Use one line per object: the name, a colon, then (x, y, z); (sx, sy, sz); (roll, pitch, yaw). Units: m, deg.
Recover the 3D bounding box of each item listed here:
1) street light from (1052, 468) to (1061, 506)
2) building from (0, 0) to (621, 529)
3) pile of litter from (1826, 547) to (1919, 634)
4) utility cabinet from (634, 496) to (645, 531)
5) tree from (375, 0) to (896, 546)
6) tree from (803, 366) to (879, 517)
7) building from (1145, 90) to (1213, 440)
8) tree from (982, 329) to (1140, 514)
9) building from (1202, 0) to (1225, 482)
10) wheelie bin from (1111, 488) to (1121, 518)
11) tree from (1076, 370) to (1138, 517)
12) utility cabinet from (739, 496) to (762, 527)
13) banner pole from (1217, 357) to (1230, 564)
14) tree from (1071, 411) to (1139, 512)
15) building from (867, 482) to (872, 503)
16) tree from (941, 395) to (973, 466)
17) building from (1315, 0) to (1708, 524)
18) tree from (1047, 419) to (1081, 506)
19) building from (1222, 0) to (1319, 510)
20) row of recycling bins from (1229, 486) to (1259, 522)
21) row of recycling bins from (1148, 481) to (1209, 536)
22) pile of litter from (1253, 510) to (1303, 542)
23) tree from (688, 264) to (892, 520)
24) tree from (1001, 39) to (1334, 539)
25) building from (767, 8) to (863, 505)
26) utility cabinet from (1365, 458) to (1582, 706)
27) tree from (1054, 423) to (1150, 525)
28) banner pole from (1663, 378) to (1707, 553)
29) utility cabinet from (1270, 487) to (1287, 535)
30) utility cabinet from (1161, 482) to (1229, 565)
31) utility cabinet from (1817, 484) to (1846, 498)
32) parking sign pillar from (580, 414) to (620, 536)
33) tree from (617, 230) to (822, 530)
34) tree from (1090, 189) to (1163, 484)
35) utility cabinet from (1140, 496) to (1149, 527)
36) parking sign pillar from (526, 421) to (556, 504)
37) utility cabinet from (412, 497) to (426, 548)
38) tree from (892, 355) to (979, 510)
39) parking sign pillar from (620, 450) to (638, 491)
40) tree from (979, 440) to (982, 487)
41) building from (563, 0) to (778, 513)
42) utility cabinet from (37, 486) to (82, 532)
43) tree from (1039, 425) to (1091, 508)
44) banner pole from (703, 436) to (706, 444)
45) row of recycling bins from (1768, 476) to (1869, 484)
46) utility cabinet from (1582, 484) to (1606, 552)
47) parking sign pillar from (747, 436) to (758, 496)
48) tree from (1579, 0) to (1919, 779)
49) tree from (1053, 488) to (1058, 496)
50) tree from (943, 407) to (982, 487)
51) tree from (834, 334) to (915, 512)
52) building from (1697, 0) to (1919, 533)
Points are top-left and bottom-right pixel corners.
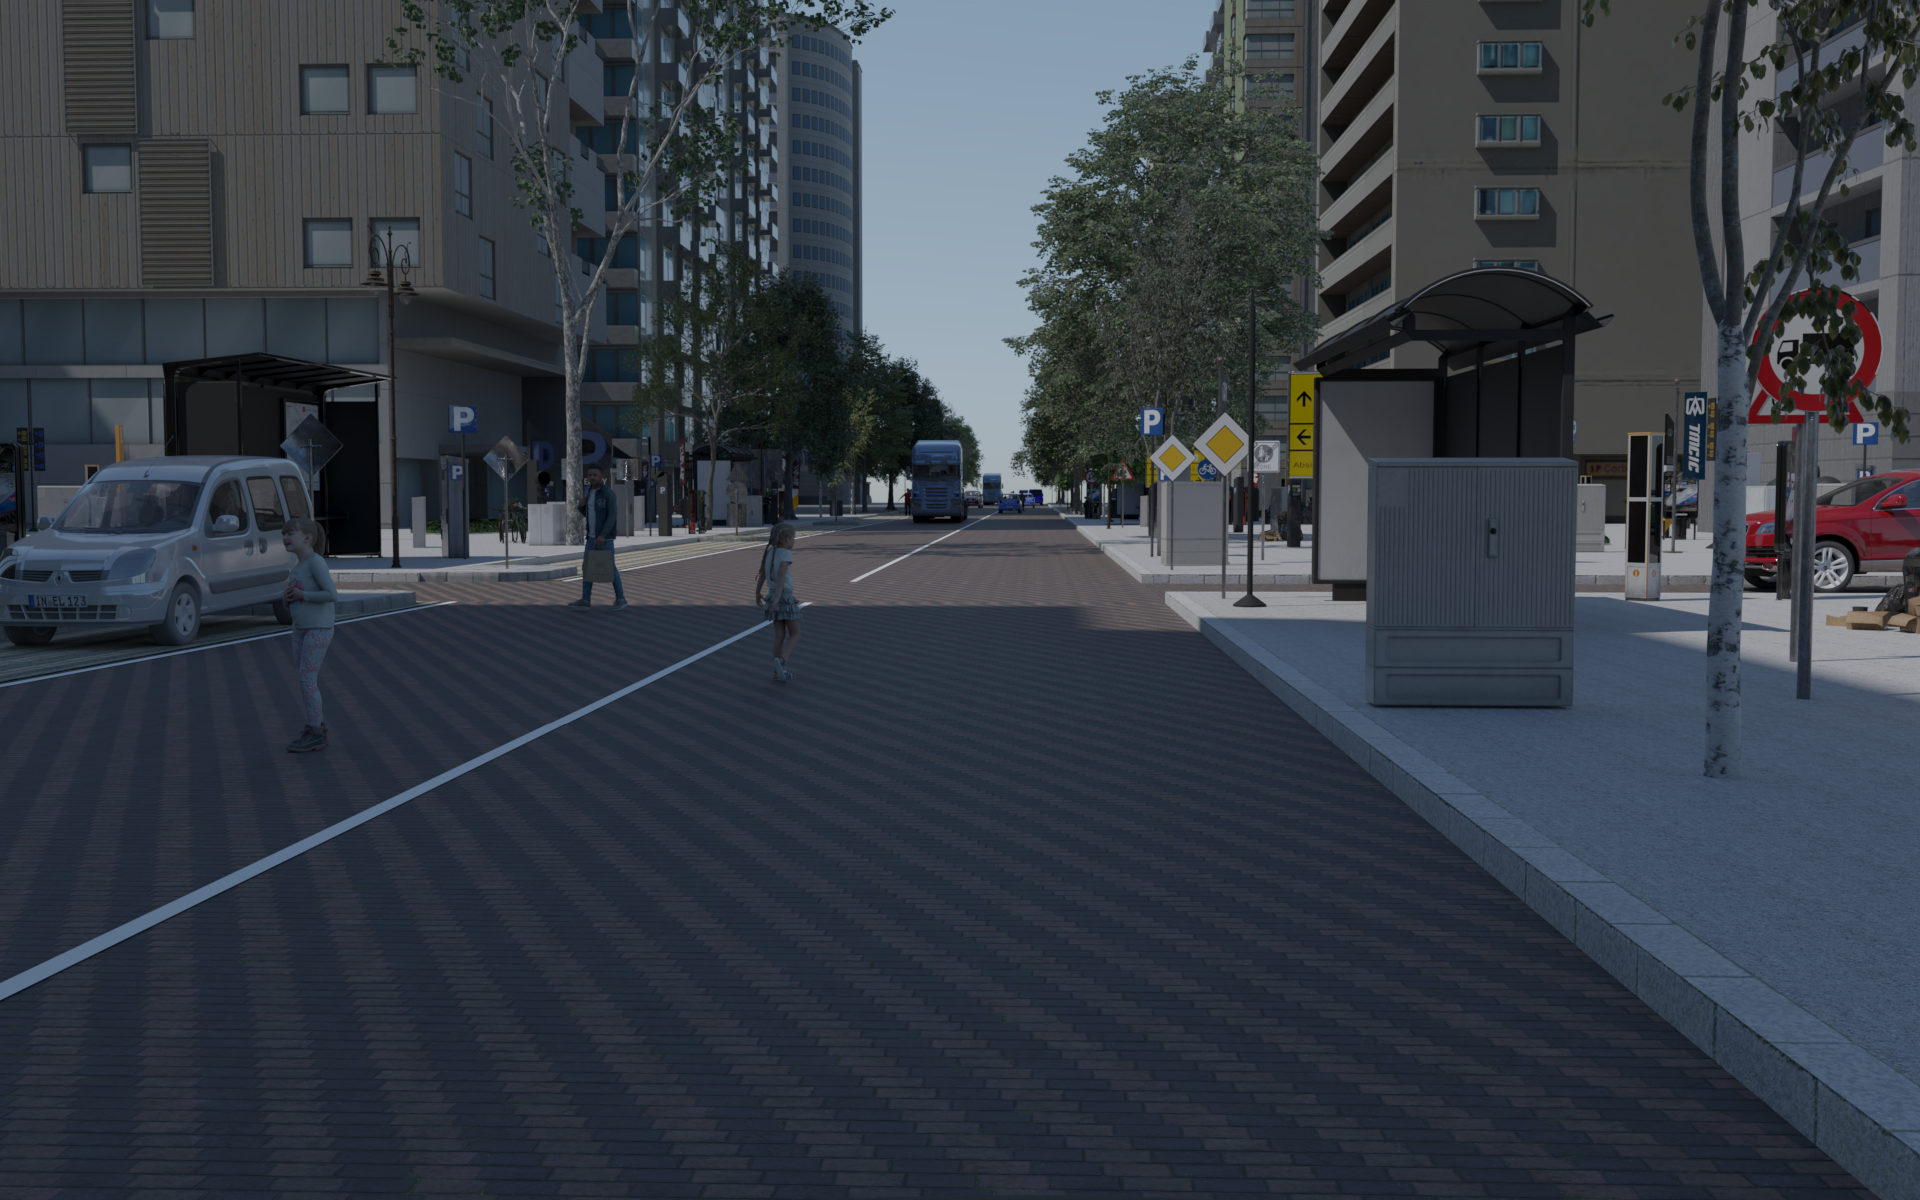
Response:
street light: (12.383, -15.285, 222.697); (0.468, 5.910, 1.993); (0, 4, 2)
building: (-31.265, -29.661, 74.199); (28.713, 52.752, 27.495); (0, 4, 2)
pile of litter: (8.945, -0.145, 16.329); (1.176, 0.858, 1.719); (0, 4, 2)
utility cabinet: (-11.157, -3.001, 60.234); (0.306, 1.237, 1.020); (0, 4, -6)
tree: (-8.418, -11.357, 41.568); (12.611, 20.169, 13.585); (0, 3, 0)
tree: (-7.549, -8.934, 96.440); (4.737, 8.622, 4.395); (0, 3, 0)
building: (38.198, -38.797, 223.566); (28.713, 52.752, 27.495); (0, 4, 2)
tree: (7.633, -11.872, 111.117); (9.611, 12.733, 9.660); (0, 3, 0)
building: (33.062, -32.561, 151.977); (23.786, 49.044, 30.456); (0, 4, 2)
wheelie bin: (8.296, -5.102, 91.325); (0.980, 1.594, 0.693); (2, 4, 30)
tree: (8.422, -9.051, 98.350); (4.737, 8.622, 4.395); (0, 3, 0)
utility cabinet: (-8.273, -3.465, 67.816); (1.020, 1.237, 0.306); (1, 4, 14)
banner pole: (4.840, -2.565, 31.954); (0.401, 3.779, 0.863); (1, 4, 20)
tree: (9.252, -12.024, 122.345); (9.928, 11.665, 9.643); (0, 3, 0)
building: (-28.984, -33.541, 240.271); (32.217, 40.220, 23.993); (0, 4, 2)
tree: (-3.598, -17.665, 199.191); (12.009, 13.543, 11.850); (0, 3, 0)
building: (29.496, -28.054, 82.390); (21.300, 48.544, 21.600); (0, 4, 2)
tree: (10.023, -13.076, 148.211); (7.601, 10.594, 8.767); (2, 4, 33)
building: (26.608, -27.314, 130.185); (14.154, 41.232, 14.086); (0, 4, 2)
row of recycling bins: (12.773, -4.520, 81.022); (1.069, 1.692, 3.534); (3, 5, 43)
row of recycling bins: (7.010, -2.897, 54.471); (1.069, 1.692, 3.534); (3, 4, 38)
pile of litter: (8.651, -2.034, 47.228); (1.719, 0.858, 1.176); (-2, 4, -24)
tree: (-8.574, -10.356, 86.320); (9.611, 12.733, 9.660); (0, 3, 0)
tree: (5.836, -8.749, 49.704); (9.857, 13.997, 8.962); (0, 3, 0)
building: (-23.856, -41.061, 213.350); (21.231, 58.520, 28.212); (0, 4, 2)
utility cabinet: (3.068, -0.107, 10.424); (1.173, 1.500, 0.318); (0, 4, 3)
tree: (6.795, -5.451, 72.830); (4.285, 4.588, 4.351); (0, 3, 0)
banner pole: (15.712, -2.902, 37.469); (0.863, 3.779, 0.401); (3, 4, 38)
utility cabinet: (9.826, -2.721, 53.174); (0.318, 1.500, 1.173); (0, 4, -5)
utility cabinet: (4.213, -1.371, 31.098); (1.173, 1.500, 0.318); (-1, 4, -13)
utility cabinet: (18.322, -1.719, 36.790); (1.173, 1.500, 0.318); (3, 5, 43)
parking sign pillar: (-11.435, -3.985, 53.625); (1.447, 3.967, 1.447); (0, 4, -5)
tree: (-8.608, -7.746, 61.053); (7.601, 10.594, 8.767); (1, 4, 12)
tree: (4.813, -5.515, 40.533); (4.360, 8.622, 3.978); (0, 3, 0)
utility cabinet: (7.247, -3.470, 67.898); (0.306, 1.237, 1.020); (1, 4, 11)
parking sign pillar: (-15.500, -4.628, 64.134); (1.447, 3.967, 1.447); (1, 4, 18)
utility cabinet: (-13.011, -1.864, 41.642); (0.306, 1.237, 1.020); (-1, 4, -16)
tree: (-5.470, -13.584, 139.108); (9.611, 12.733, 9.660); (0, 3, 0)
parking sign pillar: (-18.226, -6.475, 94.341); (1.447, 3.967, 1.447); (-1, 4, -13)
tree: (-4.078, -15.163, 164.917); (9.611, 12.733, 9.660); (0, 3, 0)
building: (-28.094, -32.487, 150.766); (23.786, 49.044, 30.456); (0, 4, 2)
utility cabinet: (-24.628, -2.376, 47.532); (1.173, 1.500, 0.318); (-2, 4, -24)
tree: (10.393, -14.831, 160.612); (7.486, 12.596, 7.792); (0, 3, 0)
banner pole: (-10.900, -5.229, 75.504); (0.863, 3.779, 0.401); (-2, 4, -27)
row of recycling bins: (20.431, -2.004, 39.883); (3.534, 1.692, 1.069); (1, 4, 9)
utility cabinet: (13.567, -1.802, 38.137); (1.173, 1.500, 0.318); (0, 4, 1)
parking sign pillar: (-9.725, -5.618, 80.319); (1.447, 3.967, 1.447); (0, 4, 8)
tree: (3.684, -3.496, 7.516); (4.360, 8.622, 3.978); (0, 3, 0)
tree: (14.723, -18.785, 257.494); (4.737, 8.622, 4.395); (0, 3, 0)
tree: (-2.214, -18.630, 222.725); (7.486, 12.596, 7.792); (0, 3, 0)
tree: (-6.830, -12.519, 122.816); (7.486, 12.596, 7.792); (0, 3, 0)
building: (38.658, -30.931, 47.715); (28.212, 58.520, 21.231); (0, 4, 2)
